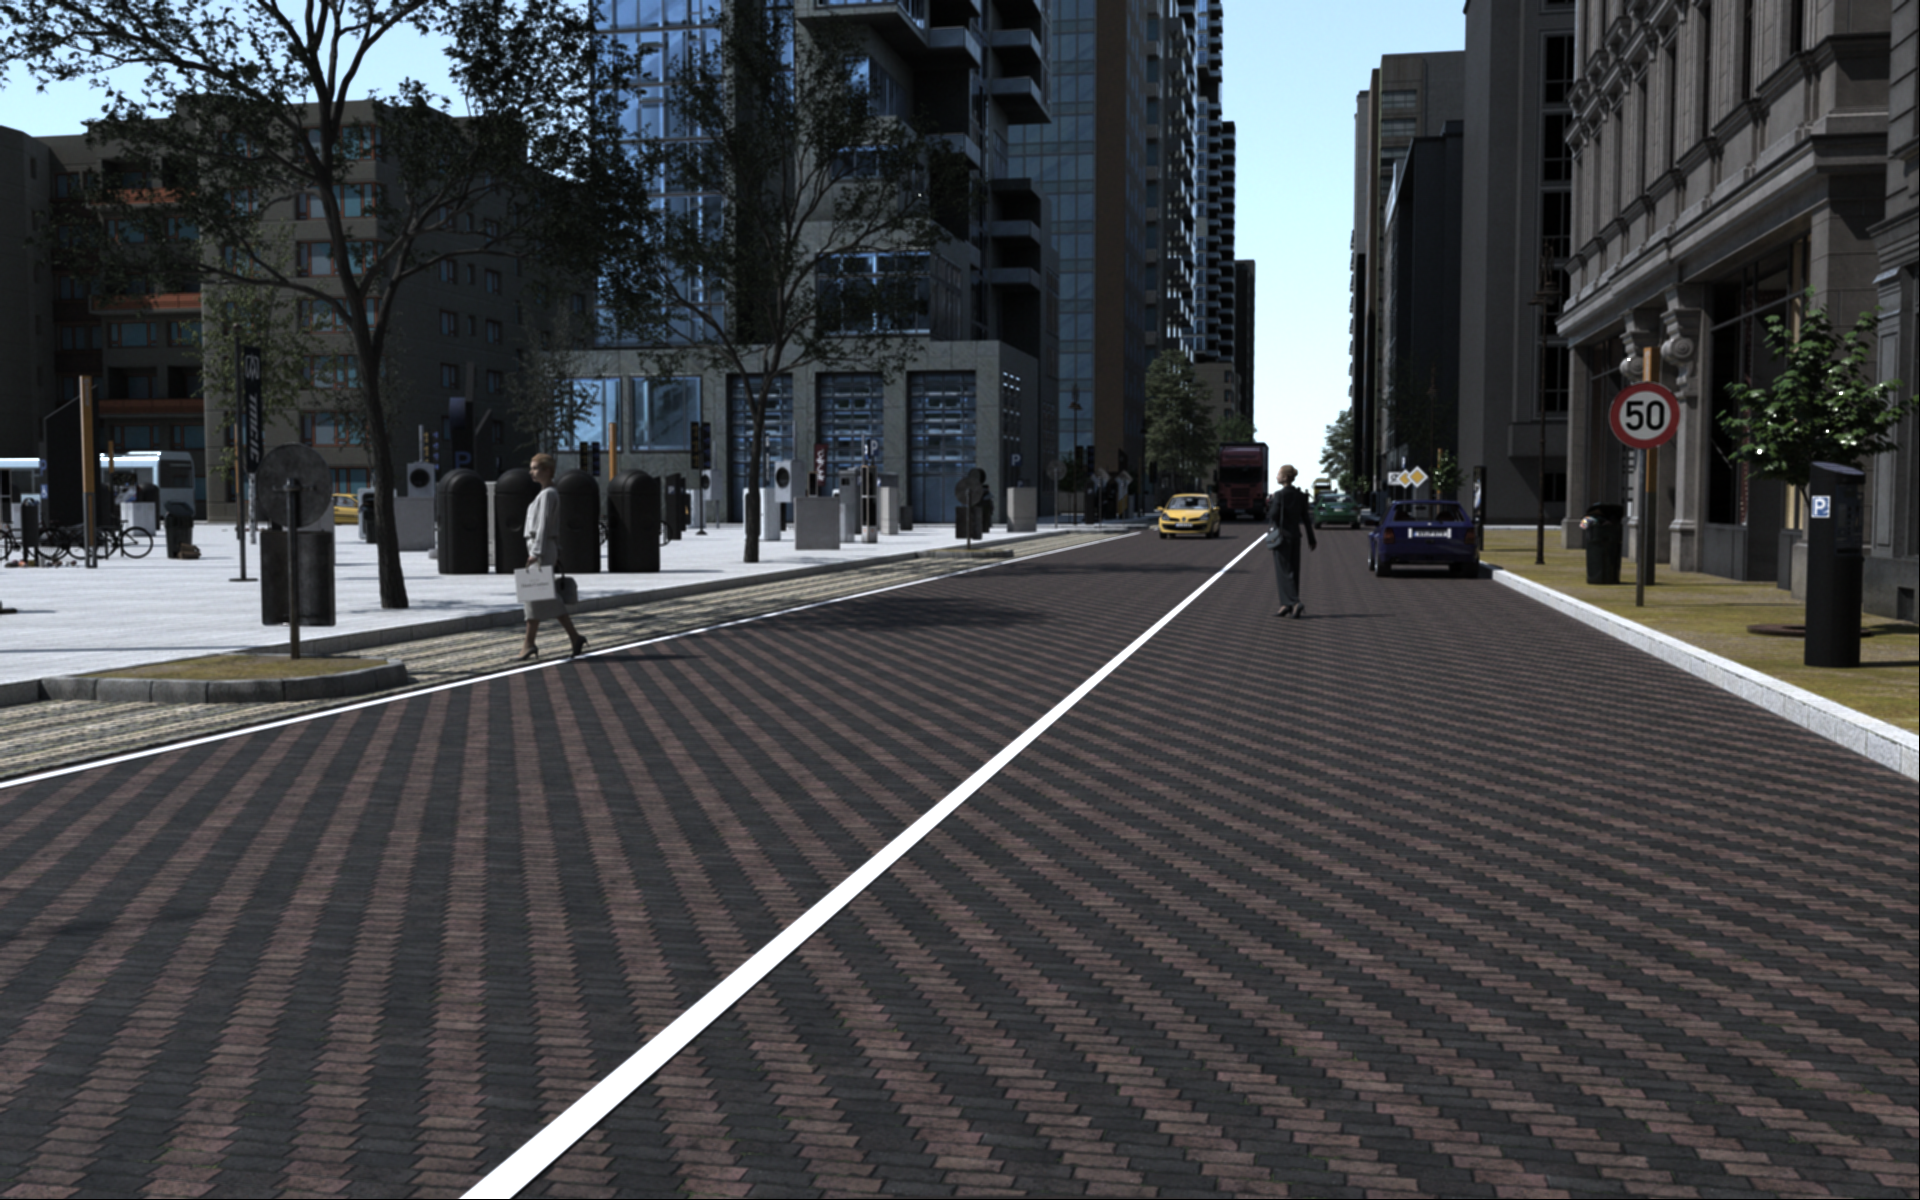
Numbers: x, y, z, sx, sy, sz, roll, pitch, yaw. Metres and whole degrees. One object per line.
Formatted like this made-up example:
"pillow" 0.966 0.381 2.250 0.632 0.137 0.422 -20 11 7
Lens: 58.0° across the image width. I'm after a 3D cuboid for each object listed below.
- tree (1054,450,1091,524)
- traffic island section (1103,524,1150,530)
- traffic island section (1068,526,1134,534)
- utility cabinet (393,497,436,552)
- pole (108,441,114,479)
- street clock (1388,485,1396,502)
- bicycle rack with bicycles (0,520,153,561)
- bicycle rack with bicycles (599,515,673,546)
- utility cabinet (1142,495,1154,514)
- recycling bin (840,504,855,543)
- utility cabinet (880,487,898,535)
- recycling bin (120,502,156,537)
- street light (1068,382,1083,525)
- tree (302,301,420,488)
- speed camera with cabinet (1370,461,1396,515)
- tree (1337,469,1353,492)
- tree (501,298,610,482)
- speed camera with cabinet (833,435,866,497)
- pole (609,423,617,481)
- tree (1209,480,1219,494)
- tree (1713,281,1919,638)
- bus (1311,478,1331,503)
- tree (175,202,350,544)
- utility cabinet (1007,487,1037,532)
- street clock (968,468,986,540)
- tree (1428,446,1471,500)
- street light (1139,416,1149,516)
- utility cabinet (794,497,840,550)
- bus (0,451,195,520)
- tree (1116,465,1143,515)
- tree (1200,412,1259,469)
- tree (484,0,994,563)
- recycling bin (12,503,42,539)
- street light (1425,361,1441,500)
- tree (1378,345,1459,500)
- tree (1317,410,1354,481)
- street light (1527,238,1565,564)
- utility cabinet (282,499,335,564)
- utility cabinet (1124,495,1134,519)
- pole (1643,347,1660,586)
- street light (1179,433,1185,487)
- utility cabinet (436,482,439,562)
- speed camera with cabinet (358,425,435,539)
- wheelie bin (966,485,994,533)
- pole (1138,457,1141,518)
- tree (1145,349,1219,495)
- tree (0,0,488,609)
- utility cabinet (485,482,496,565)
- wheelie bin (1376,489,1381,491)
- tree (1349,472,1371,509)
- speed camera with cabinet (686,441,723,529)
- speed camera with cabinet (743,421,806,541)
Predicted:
"tree" 4.863 -4.903 74.773 1.663 3.219 1.824 0 3 0
"traffic island section" 6.702 -2.990 71.164 2.009 0.180 2.903 1 4 11
"traffic island section" 5.105 -2.511 63.339 2.009 0.180 2.903 1 4 11
"utility cabinet" -12.320 -1.693 38.846 1.020 1.237 0.306 -2 4 -28
"pole" -32.554 -4.443 66.490 0.158 3.312 0.155 0 3 0
"street clock" 20.302 -4.697 81.367 0.358 2.002 0.471 -1 4 -9
"bicycle rack with bicycles" -17.616 -1.286 34.402 2.925 0.926 2.852 -1 4 -16
"bicycle rack with bicycles" -8.455 -1.818 43.101 2.925 0.926 2.852 1 4 18
"utility cabinet" 12.442 -6.327 114.606 0.306 1.237 1.020 3 5 44
"recycling bin" -3.223 -2.030 45.738 0.722 1.027 0.722 1 4 15
"utility cabinet" -2.220 -2.806 54.551 0.318 1.500 1.173 -1 4 -16
"recycling bin" -24.782 -2.427 52.235 0.722 1.027 0.722 2 4 34
"street light" 4.775 -6.048 71.671 0.468 5.910 1.993 1 4 11
"tree" -22.310 -7.032 65.333 4.360 8.622 3.978 0 3 0
"speed camera with cabinet" 25.573 -6.751 104.720 0.660 3.252 2.038 -1 4 -16
"tree" 50.705 -14.813 225.907 4.285 4.588 4.351 0 3 0
"tree" -14.963 -6.916 63.433 4.360 8.622 3.978 0 3 0
"speed camera with cabinet" -3.678 -3.918 58.401 0.660 3.252 2.038 -2 4 -25
"pole" -9.963 -3.421 49.770 0.158 3.312 0.155 0 3 0
"tree" 30.557 -12.802 203.905 1.663 3.219 1.824 0 3 0
"tree" 7.796 -1.306 15.955 1.663 3.219 1.824 0 3 0
"bus" 55.790 -16.860 267.205 2.896 3.916 12.252 1 4 10
"tree" -18.119 -5.757 44.481 4.737 8.622 4.395 0 3 0
"utility cabinet" 2.057 -3.005 57.808 0.318 1.500 1.173 3 5 42
"street clock" 0.477 -2.689 48.541 0.471 2.002 0.358 3 5 43
"tree" 19.359 -4.520 68.507 1.663 3.219 1.824 0 3 0
"street light" 10.680 -7.824 100.707 0.468 5.910 1.993 1 4 11
"utility cabinet" -3.292 -1.755 39.859 1.020 1.237 0.306 -1 4 -12
"bus" -40.468 -4.983 76.329 13.247 3.499 2.948 1 4 11
"tree" 10.491 -6.775 105.371 1.663 3.219 1.824 0 3 0
"tree" 34.466 -17.957 219.347 9.928 11.665 9.643 0 3 0
"tree" -3.867 -5.958 31.828 8.767 10.594 7.601 -1 4 -12
"recycling bin" -26.465 -2.250 49.341 0.722 1.027 0.722 0 4 2
"street light" 16.500 -5.367 60.533 0.468 5.910 1.993 1 4 11
"tree" 22.946 -8.333 86.600 4.737 8.622 4.395 0 3 0
"tree" 52.028 -19.260 233.019 7.486 12.596 7.792 0 3 0
"street light" 10.607 -3.591 31.495 0.468 5.910 1.993 1 4 11
"utility cabinet" -11.737 -1.228 31.240 0.306 1.237 1.020 1 4 22
"utility cabinet" 8.669 -4.786 89.409 0.306 1.237 1.020 -1 4 -12
"pole" 9.612 -1.854 24.160 0.158 3.312 0.155 0 3 0
"street light" 16.694 -9.627 130.183 0.468 5.910 1.993 1 4 11
"utility cabinet" -9.755 -1.480 32.884 0.318 1.500 1.173 -1 4 -15
"speed camera with cabinet" -16.077 -3.368 49.402 2.038 3.252 0.660 -1 4 -8
"wheelie bin" 0.673 -3.019 57.273 0.980 1.594 0.693 -1 4 -20
"pole" 9.744 -6.129 94.060 0.158 3.312 0.155 0 3 0
"tree" 16.372 -13.318 135.877 7.486 12.596 7.792 0 3 0
"tree" -6.651 -5.196 19.371 7.601 10.594 8.767 2 4 30
"utility cabinet" -8.721 -1.375 31.165 1.173 1.500 0.318 2 4 27
"wheelie bin" 26.242 -6.150 108.461 0.693 1.594 0.980 3 4 36
"tree" 34.461 -9.420 148.623 1.663 3.219 1.824 0 3 0
"speed camera with cabinet" -9.692 -4.303 64.685 0.660 3.252 2.038 -3 5 -43
"speed camera with cabinet" -5.065 -3.228 47.108 2.038 3.252 0.660 3 5 44
